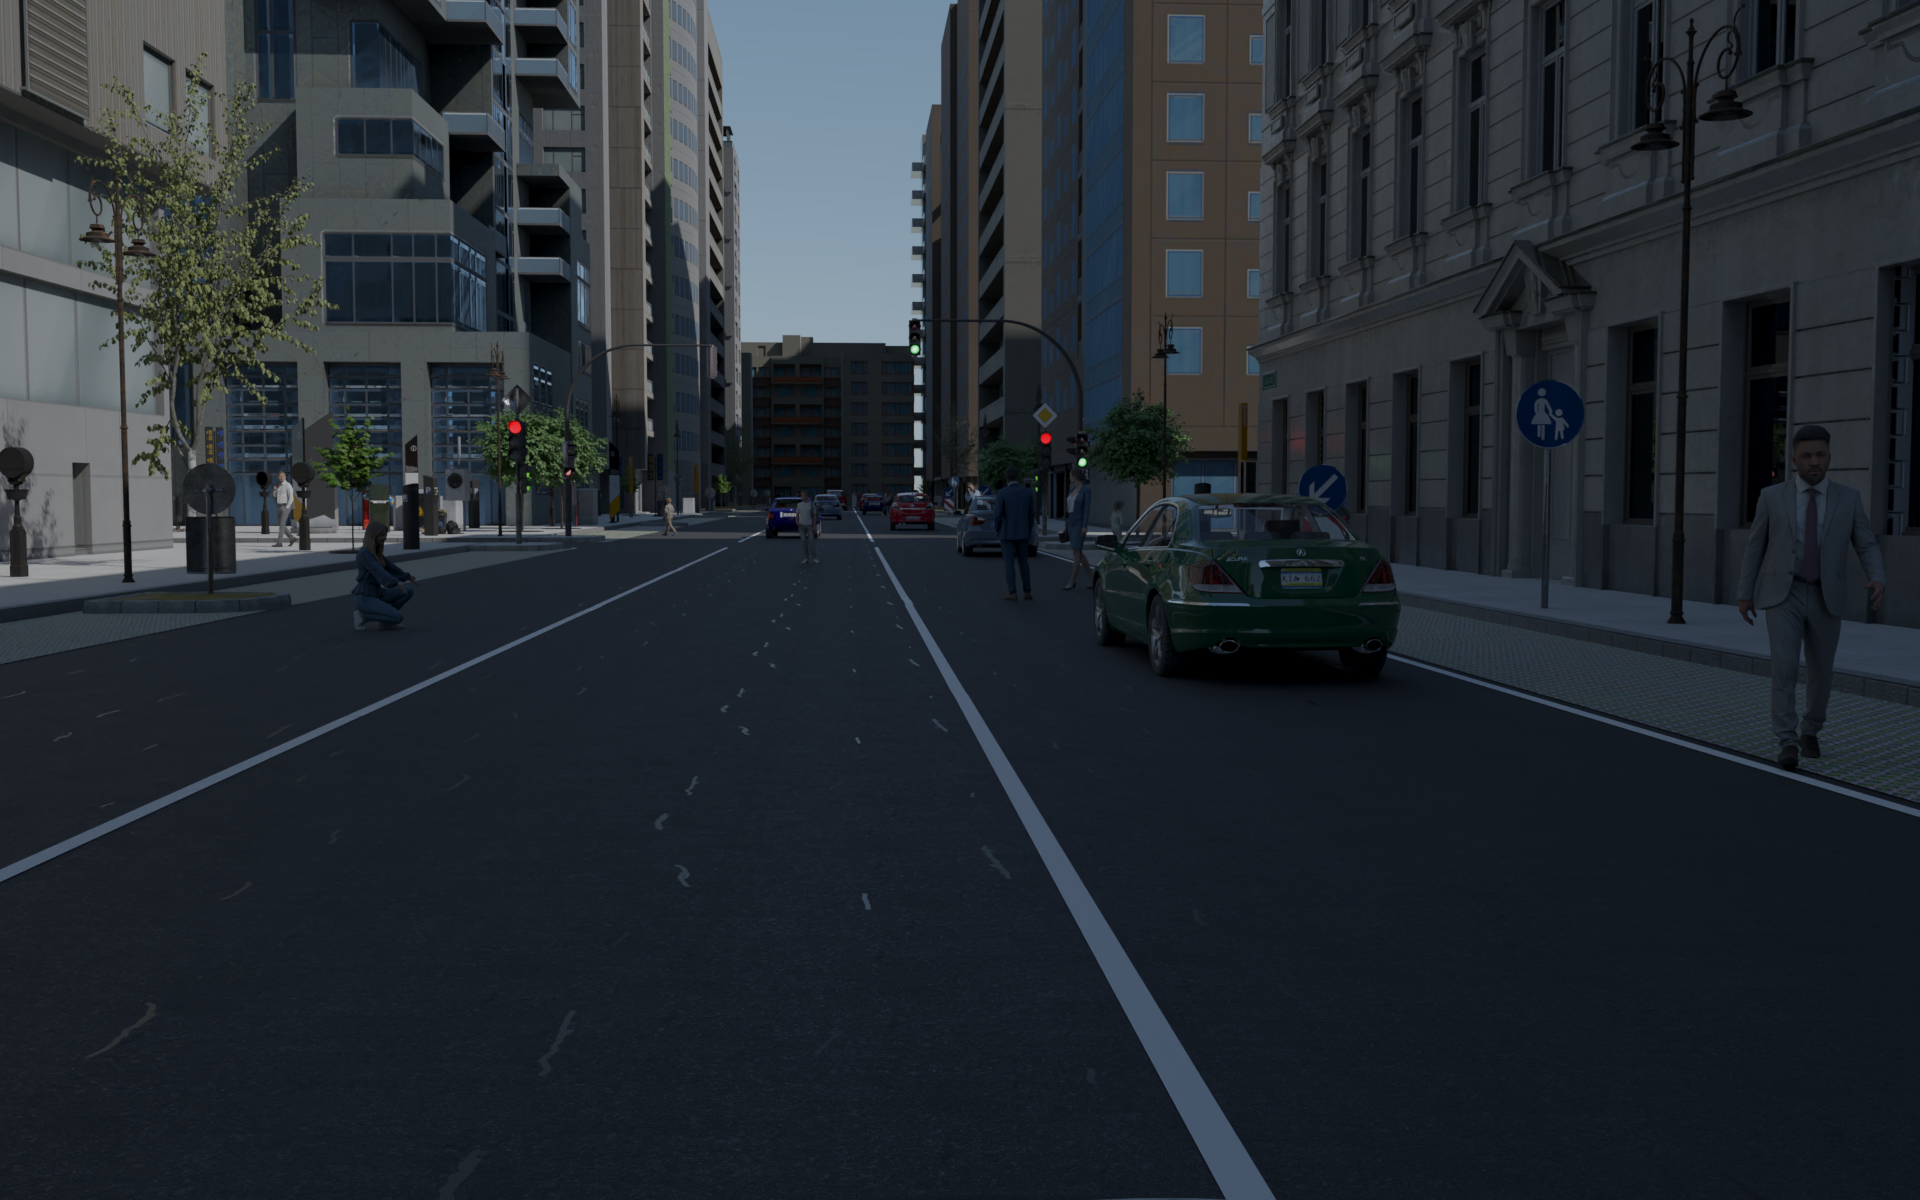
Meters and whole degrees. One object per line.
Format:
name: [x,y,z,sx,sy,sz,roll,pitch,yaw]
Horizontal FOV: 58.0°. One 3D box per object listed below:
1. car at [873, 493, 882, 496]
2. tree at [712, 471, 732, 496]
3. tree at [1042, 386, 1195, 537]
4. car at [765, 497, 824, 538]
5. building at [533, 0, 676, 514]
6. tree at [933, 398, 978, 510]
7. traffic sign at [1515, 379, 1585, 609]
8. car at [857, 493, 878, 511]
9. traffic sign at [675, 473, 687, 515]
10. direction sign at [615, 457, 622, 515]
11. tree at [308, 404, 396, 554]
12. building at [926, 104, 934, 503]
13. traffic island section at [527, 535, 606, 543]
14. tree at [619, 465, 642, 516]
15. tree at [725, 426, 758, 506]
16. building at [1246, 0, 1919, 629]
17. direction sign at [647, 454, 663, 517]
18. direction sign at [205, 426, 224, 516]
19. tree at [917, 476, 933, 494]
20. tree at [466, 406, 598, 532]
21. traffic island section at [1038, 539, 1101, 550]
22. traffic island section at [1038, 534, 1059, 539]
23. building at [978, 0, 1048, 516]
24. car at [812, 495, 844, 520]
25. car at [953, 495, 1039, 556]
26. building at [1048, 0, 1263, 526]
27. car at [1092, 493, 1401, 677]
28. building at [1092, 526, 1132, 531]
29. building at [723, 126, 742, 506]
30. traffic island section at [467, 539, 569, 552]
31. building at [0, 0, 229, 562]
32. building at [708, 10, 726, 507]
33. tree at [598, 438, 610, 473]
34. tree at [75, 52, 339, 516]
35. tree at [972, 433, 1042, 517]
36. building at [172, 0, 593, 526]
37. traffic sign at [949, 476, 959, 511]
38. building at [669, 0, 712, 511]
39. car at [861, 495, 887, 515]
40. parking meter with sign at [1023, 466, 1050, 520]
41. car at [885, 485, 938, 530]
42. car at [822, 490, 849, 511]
car: [-8.580,-10.181,176.048,1.945,1.707,3.694,0,4,-2]
tree: [-20.291,-9.323,147.029,1.663,3.219,1.824,0,3,0]
tree: [5.455,-4.214,52.610,4.285,4.588,4.351,0,3,0]
car: [-5.506,-2.743,57.436,1.945,1.354,3.894,0,4,-3]
building: [-26.563,-26.285,113.348,14.154,41.232,14.086,0,4,-4]
tree: [-0.185,-11.147,132.623,4.360,8.622,3.978,0,3,0]
traffic sign: [6.557,-1.177,19.348,0.768,2.556,0.104,0,4,2]
car: [-7.646,-8.448,147.164,2.155,1.783,4.494,0,4,-4]
traffic sign: [-17.124,-6.491,106.233,0.768,2.556,0.104,0,4,-1]
direction sign: [-21.019,-6.959,105.771,0.876,3.537,0.379,-3,4,-38]
tree: [-13.271,-2.634,37.668,1.663,3.219,1.824,0,3,0]
building: [3.399,-33.372,195.748,14.600,45.320,14.200,0,4,-4]
traffic island section: [-11.879,-1.847,52.475,2.009,0.180,2.903,0,4,-4]
tree: [-19.491,-6.618,102.803,1.663,3.219,1.824,0,3,0]
tree: [-23.656,-14.312,184.365,4.737,8.622,4.395,0,3,0]
building: [16.590,-14.957,20.964,17.030,29.872,44.131,0,4,-4]
direction sign: [-17.266,-6.493,98.159,0.876,3.537,0.379,0,4,-4]
direction sign: [-25.116,-4.063,58.429,0.379,3.537,0.876,1,4,16]
tree: [-3.692,-11.424,181.380,1.663,3.219,1.824,0,3,0]
tree: [-14.991,-4.594,58.833,4.285,4.588,4.351,0,3,0]
traffic island section: [3.159,-1.418,45.460,2.009,0.180,2.903,0,4,-4]
traffic island section: [2.631,-1.905,53.428,2.009,0.180,2.903,0,4,-4]
building: [12.582,-29.911,112.753,21.300,48.544,21.600,0,4,-4]
car: [-7.550,-5.236,97.603,2.014,1.417,4.499,0,4,-5]
car: [0.861,-1.785,41.192,2.014,1.417,4.499,0,4,-3]
building: [11.572,-26.447,82.520,14.600,45.320,14.200,0,4,-4]
car: [2.327,-0.201,15.087,2.131,1.459,4.920,0,4,-5]
building: [12.219,-25.242,62.814,14.200,45.320,14.600,0,4,-4]
building: [-31.721,-31.209,193.867,14.086,41.232,14.154,0,4,-4]
traffic island section: [-11.351,-1.359,44.507,2.009,0.180,2.903,0,4,-4]
building: [-30.137,-26.812,27.610,27.495,52.752,28.713,0,4,-4]
building: [-33.870,-33.081,164.584,21.300,48.544,21.600,0,4,-4]
tree: [-14.732,-4.887,63.622,4.285,4.588,4.351,0,3,0]
tree: [-13.151,-4.860,29.816,4.737,8.622,4.395,0,3,0]
tree: [2.225,-6.692,93.125,4.285,4.588,4.351,0,3,0]
building: [-29.269,-47.007,81.235,22.319,86.520,31.000,0,4,-4]
traffic sign: [-0.427,-7.644,125.093,0.768,2.556,0.104,0,4,0]
building: [-31.878,-36.544,139.497,21.231,58.520,28.212,0,4,-4]
car: [-5.950,-6.621,120.840,1.945,1.354,3.894,0,4,-2]
parking meter with sign: [3.370,-5.230,81.776,1.738,3.016,0.543,2,4,31]
car: [-1.941,-3.718,69.828,2.155,1.783,4.494,0,4,-3]
car: [-10.584,-8.469,147.146,2.281,1.827,5.304,0,4,-3]
